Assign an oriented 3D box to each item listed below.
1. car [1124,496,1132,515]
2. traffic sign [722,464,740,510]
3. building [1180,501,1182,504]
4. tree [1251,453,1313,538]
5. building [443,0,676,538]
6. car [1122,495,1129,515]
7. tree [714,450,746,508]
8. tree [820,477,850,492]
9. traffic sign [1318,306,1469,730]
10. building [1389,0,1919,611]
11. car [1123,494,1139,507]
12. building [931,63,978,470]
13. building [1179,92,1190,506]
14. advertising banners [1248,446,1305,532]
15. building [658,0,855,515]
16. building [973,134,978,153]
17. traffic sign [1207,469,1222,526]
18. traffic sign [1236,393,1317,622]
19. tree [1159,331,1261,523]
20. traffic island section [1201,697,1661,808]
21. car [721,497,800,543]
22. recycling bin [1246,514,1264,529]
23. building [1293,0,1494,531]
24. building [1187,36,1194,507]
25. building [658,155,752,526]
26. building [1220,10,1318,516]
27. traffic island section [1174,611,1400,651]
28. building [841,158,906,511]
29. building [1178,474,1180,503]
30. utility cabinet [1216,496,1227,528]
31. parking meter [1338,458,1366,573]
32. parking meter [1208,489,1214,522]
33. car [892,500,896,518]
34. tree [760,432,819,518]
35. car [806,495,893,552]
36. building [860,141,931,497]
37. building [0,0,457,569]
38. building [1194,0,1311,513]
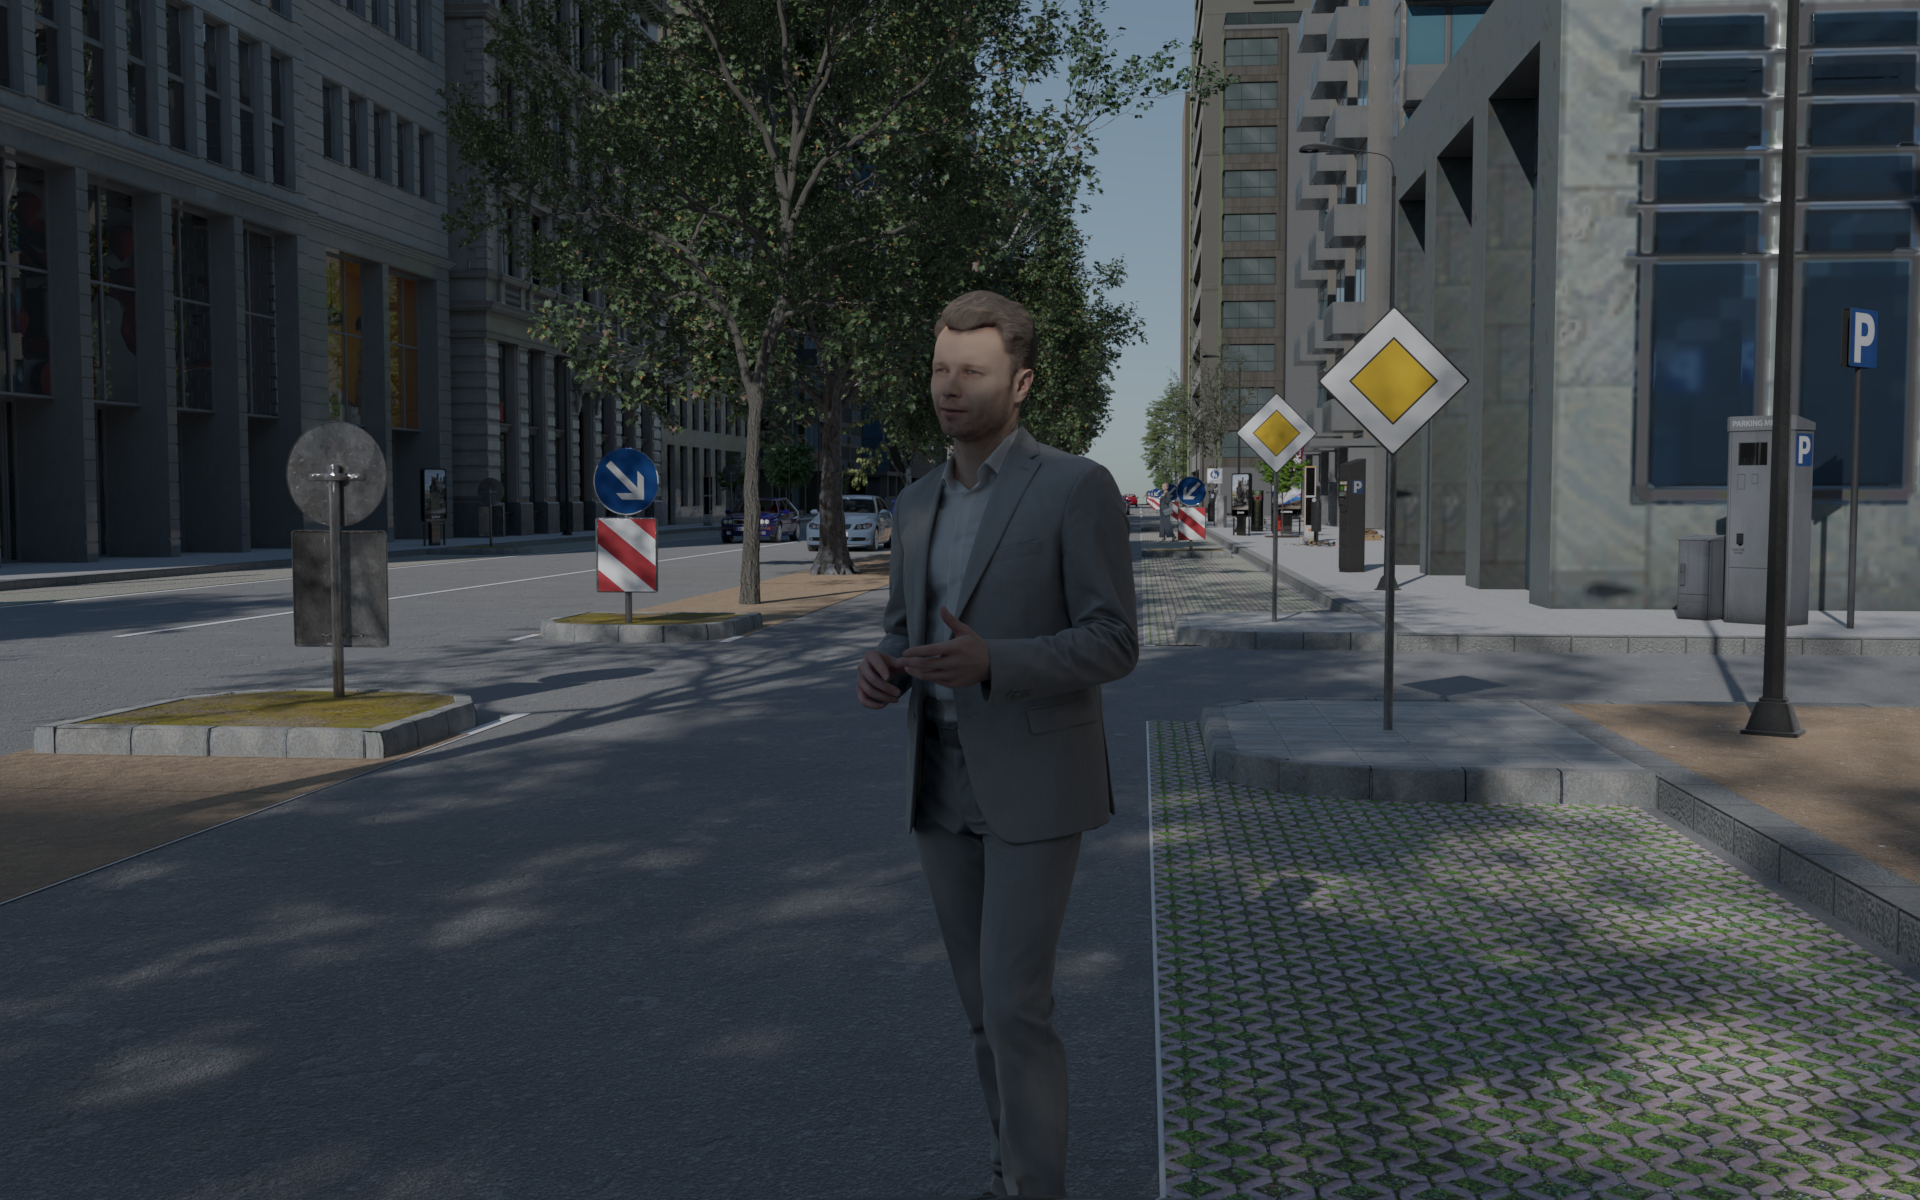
[{"bbox_3d":[10.989,-6.615,120.731,1.945,1.354,3.894,0,4,5],"label":"car"},{"bbox_3d":[-9.752,-4.503,73.725,0.768,2.556,0.104,1,4,10],"label":"traffic sign"},{"bbox_3d":[37.355,-35.647,206.523,21.300,48.544,21.600,0,4,6],"label":"building"},{"bbox_3d":[9.650,-3.457,51.119,1.663,3.219,1.824,0,3,0],"label":"tree"},{"bbox_3d":[-17.556,-14.115,59.653,11.050,23.489,19.941,0,4,6],"label":"building"},{"bbox_3d":[10.342,-6.381,116.334,2.014,1.417,4.499,0,4,7],"label":"car"},{"bbox_3d":[-10.036,-4.976,75.962,1.663,3.219,1.824,0,3,0],"label":"tree"},{"bbox_3d":[-7.269,-6.662,103.528,1.663,3.219,1.824,0,3,0],"label":"tree"},{"bbox_3d":[2.328,-0.350,9.369,0.795,2.450,0.064,0,4,6],"label":"traffic sign"},{"bbox_3d":[23.142,-43.640,26.181,31.000,86.520,22.319,0,4,6],"label":"building"},{"bbox_3d":[19.085,-11.369,194.925,2.155,1.783,4.494,0,4,5],"label":"car"},{"bbox_3d":[-13.170,-36.944,193.276,28.713,52.752,27.495,0,4,6],"label":"building"},{"bbox_3d":[31.176,-32.943,188.722,14.600,45.320,14.200,0,4,6],"label":"building"},{"bbox_3d":[10.811,-3.844,59.043,2.074,3.025,0.090,-1,4,-14],"label":"advertising banners"},{"bbox_3d":[-18.883,-27.838,109.774,22.147,44.769,28.867,0,4,6],"label":"building"},{"bbox_3d":[-7.052,-36.833,221.832,23.786,49.044,30.456,0,4,6],"label":"building"},{"bbox_3d":[10.166,-4.100,69.169,0.606,2.300,0.079,1,4,9],"label":"traffic sign"},{"bbox_3d":[3.152,-0.836,17.311,0.795,2.450,0.064,0,4,6],"label":"traffic sign"},{"bbox_3d":[11.302,-7.790,77.733,4.360,8.622,3.978,0,3,0],"label":"tree"},{"bbox_3d":[2.352,0.785,9.443,2.009,0.180,2.903,0,4,6],"label":"traffic island section"},{"bbox_3d":[-5.964,-2.408,51.945,1.945,1.354,3.894,0,4,7],"label":"car"},{"bbox_3d":[10.869,-3.189,64.693,0.722,1.027,0.722,-2,4,-28],"label":"recycling bin"},{"bbox_3d":[25.297,-27.439,68.243,23.786,49.044,30.456,0,4,6],"label":"building"},{"bbox_3d":[27.894,-29.012,157.934,14.154,41.232,14.086,0,4,6],"label":"building"},{"bbox_3d":[-16.291,-13.659,78.083,10.420,20.320,16.860,0,4,6],"label":"building"},{"bbox_3d":[23.034,-20.532,107.405,14.160,30.474,14.107,0,4,6],"label":"building"},{"bbox_3d":[3.176,0.299,17.386,2.009,0.180,2.903,0,4,6],"label":"traffic island section"},{"bbox_3d":[-20.934,-27.224,136.991,32.217,40.220,23.993,0,4,6],"label":"building"},{"bbox_3d":[41.152,-56.233,232.084,22.319,86.520,31.000,0,4,6],"label":"building"},{"bbox_3d":[10.031,-3.380,66.420,0.306,1.237,1.020,1,4,15],"label":"utility cabinet"},{"bbox_3d":[6.417,-1.386,28.375,0.399,1.863,0.255,-2,4,-25],"label":"parking meter"},{"bbox_3d":[11.663,-4.392,80.225,0.372,1.533,0.369,0,3,0],"label":"parking meter"},{"bbox_3d":[-2.583,-5.007,91.448,1.945,1.707,3.694,0,4,5],"label":"car"},{"bbox_3d":[-9.092,-6.630,92.114,4.285,4.588,4.351,0,3,0],"label":"tree"},{"bbox_3d":[-2.764,-1.998,44.663,2.014,1.417,4.499,0,4,6],"label":"car"},{"bbox_3d":[-10.340,-30.900,155.324,14.600,45.320,14.200,0,4,6],"label":"building"},{"bbox_3d":[-21.458,-15.744,34.905,11.434,29.767,29.804,0,4,6],"label":"building"},{"bbox_3d":[27.857,-30.657,124.939,21.300,48.544,21.600,0,4,6],"label":"building"}]
